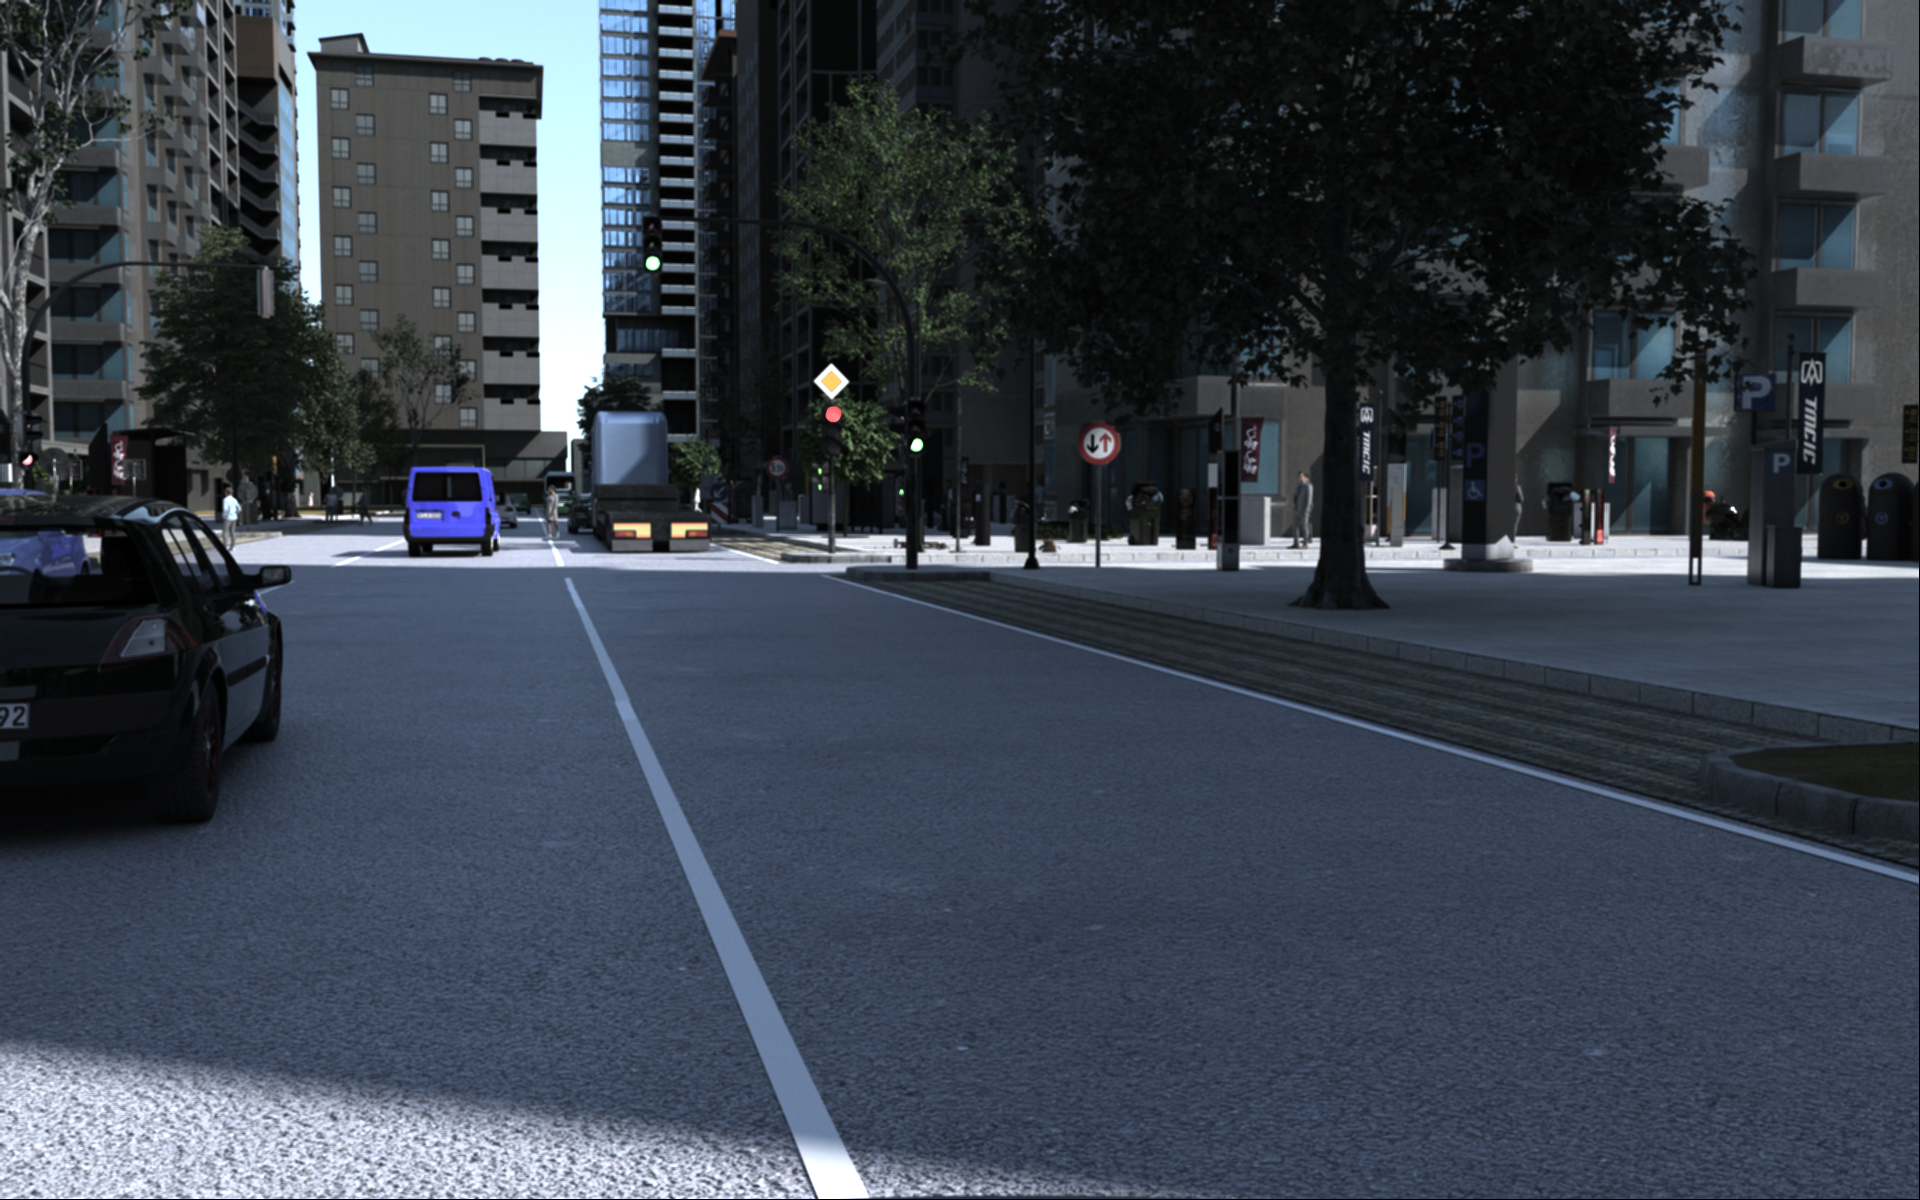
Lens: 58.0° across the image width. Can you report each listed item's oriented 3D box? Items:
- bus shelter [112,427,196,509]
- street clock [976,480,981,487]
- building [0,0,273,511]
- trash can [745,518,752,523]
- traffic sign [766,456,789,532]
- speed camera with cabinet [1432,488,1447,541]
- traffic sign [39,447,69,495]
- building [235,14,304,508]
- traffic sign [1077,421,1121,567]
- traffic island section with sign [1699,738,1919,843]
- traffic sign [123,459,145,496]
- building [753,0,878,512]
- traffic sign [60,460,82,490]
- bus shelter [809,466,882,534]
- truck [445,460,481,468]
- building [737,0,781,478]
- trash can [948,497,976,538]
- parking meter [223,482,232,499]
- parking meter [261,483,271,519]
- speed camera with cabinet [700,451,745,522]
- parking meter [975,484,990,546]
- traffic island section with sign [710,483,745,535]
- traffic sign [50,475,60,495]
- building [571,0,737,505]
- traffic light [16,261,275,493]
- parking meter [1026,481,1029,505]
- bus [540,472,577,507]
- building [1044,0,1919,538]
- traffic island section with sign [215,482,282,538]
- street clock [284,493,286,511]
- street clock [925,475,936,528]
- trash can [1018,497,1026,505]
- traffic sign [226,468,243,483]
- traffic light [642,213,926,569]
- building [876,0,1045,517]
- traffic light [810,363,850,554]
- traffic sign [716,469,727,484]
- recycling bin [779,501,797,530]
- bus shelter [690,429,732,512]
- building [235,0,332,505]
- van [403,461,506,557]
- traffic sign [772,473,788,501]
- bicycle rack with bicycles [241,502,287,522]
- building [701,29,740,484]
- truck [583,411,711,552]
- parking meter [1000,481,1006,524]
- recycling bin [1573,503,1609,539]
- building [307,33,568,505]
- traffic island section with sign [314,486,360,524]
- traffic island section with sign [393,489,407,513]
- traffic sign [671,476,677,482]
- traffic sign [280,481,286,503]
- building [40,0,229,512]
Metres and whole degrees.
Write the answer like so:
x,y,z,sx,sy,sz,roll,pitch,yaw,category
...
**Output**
x,y,z,sx,sy,sz,roll,pitch,yaw,category
-29.352,-4.402,63.255,1.731,3.624,6.357,-1,4,-14,bus shelter
0.974,-5.263,90.618,0.358,2.002,0.471,0,4,4,street clock
-67.667,-42.905,139.755,20.563,71.187,20.611,-1,4,-14,building
-9.227,-3.991,76.905,0.748,1.137,0.748,0,3,0,trash can
-6.161,-3.568,58.441,0.768,2.556,0.104,0,4,-5,traffic sign
14.046,-3.292,48.162,2.038,3.252,0.660,-2,4,-33,speed camera with cabinet
-24.756,-2.891,47.371,0.768,2.556,0.104,-1,4,-9,traffic sign
-69.301,-31.155,159.487,14.200,45.320,14.600,-1,4,-14,building
2.428,-1.853,30.404,0.768,2.556,0.104,0,4,-5,traffic sign
4.577,0.047,7.866,1.989,1.847,2.006,-1,4,-14,traffic island section with sign
-24.224,-2.978,50.823,0.606,2.300,0.079,-1,4,-10,traffic sign
-3.916,-42.137,127.194,20.563,71.187,20.611,-1,4,-14,building
-26.352,-3.011,51.357,0.606,2.300,0.079,0,4,-6,traffic sign
-3.834,-3.901,57.706,2.014,3.302,5.546,-1,4,-14,bus shelter
-41.327,-9.482,143.950,2.839,4.237,11.283,-1,4,-13,truck
-10.700,-30.220,144.203,14.600,45.320,14.200,-1,4,-14,building
0.015,-2.367,50.349,0.748,1.137,0.748,0,3,0,trash can
-35.961,-4.846,84.937,0.399,1.863,0.255,0,4,0,parking meter
-35.046,-5.001,87.477,0.255,1.863,0.399,2,4,26,parking meter
-10.913,-5.235,79.934,2.038,3.252,0.660,0,4,5,speed camera with cabinet
0.568,-2.116,43.001,0.372,1.533,0.369,0,3,0,parking meter
-8.696,-3.217,61.224,1.989,1.847,2.006,-1,4,-14,traffic island section with sign
-27.320,-3.200,52.424,0.768,2.556,0.104,-1,4,-8,traffic sign
-32.274,-55.020,212.247,31.000,86.520,22.319,-1,4,-14,building
-15.969,-3.628,33.981,4.771,5.953,1.251,-1,4,-14,traffic light
3.120,-4.364,77.070,0.255,1.863,0.399,-1,4,-12,parking meter
-34.261,-9.364,147.958,2.948,3.499,13.247,-1,4,-14,bus
18.114,-27.020,61.389,30.456,49.044,23.786,-1,4,-14,building
-23.658,-2.991,57.525,1.989,1.847,2.006,-1,4,-14,traffic island section with sign
-38.663,-5.803,99.446,0.358,2.002,0.471,-3,4,-36,street clock
-1.109,-3.682,64.779,0.358,2.002,0.471,2,4,28,street clock
2.994,-4.111,78.869,0.748,1.137,0.748,0,3,0,trash can
-35.155,-5.128,83.948,0.768,2.556,0.104,-1,4,-13,traffic sign
-2.863,-3.313,28.838,4.771,5.953,1.251,-1,4,-14,traffic light
8.178,-25.246,104.657,32.217,40.220,23.993,-1,4,-14,building
-2.782,-2.955,37.229,0.839,4.253,0.868,-1,4,-14,traffic light
-12.151,-5.372,87.832,0.884,2.594,0.081,0,4,-6,traffic sign
-6.249,-3.052,62.446,0.722,1.027,0.722,0,4,-8,recycling bin
-15.293,-7.768,104.641,2.179,5.291,8.768,-1,4,-14,bus shelter
-89.691,-54.173,198.401,31.000,86.520,22.319,-1,4,-14,building
-12.073,-2.265,41.414,2.240,2.365,5.245,-1,4,-12,van
-8.245,-4.835,79.158,0.768,2.556,0.104,-1,4,-12,traffic sign
-32.717,-4.113,80.632,2.925,0.926,2.852,0,4,6,bicycle rack with bicycles
-12.943,-31.265,165.810,22.147,44.769,28.867,-1,4,-14,building
-9.395,-3.740,50.900,2.967,4.110,18.799,-1,4,-13,truck
1.857,-4.220,74.709,0.255,1.863,0.399,1,4,9,parking meter
18.182,-2.283,49.879,0.722,1.027,0.722,-1,4,-15,recycling bin
-61.936,-37.906,208.997,27.495,52.752,28.713,-1,4,-14,building
-30.299,-4.625,84.239,1.989,1.847,2.006,-1,4,-14,traffic island section with sign
-42.291,-7.571,132.405,1.989,1.847,2.006,-1,4,-14,traffic island section with sign
-17.402,-6.521,106.718,0.768,2.556,0.104,-1,4,-11,traffic sign
-40.290,-6.330,103.493,0.884,2.594,0.081,-1,4,-13,traffic sign
-63.331,-30.314,115.245,23.786,49.044,30.456,-1,4,-14,building
